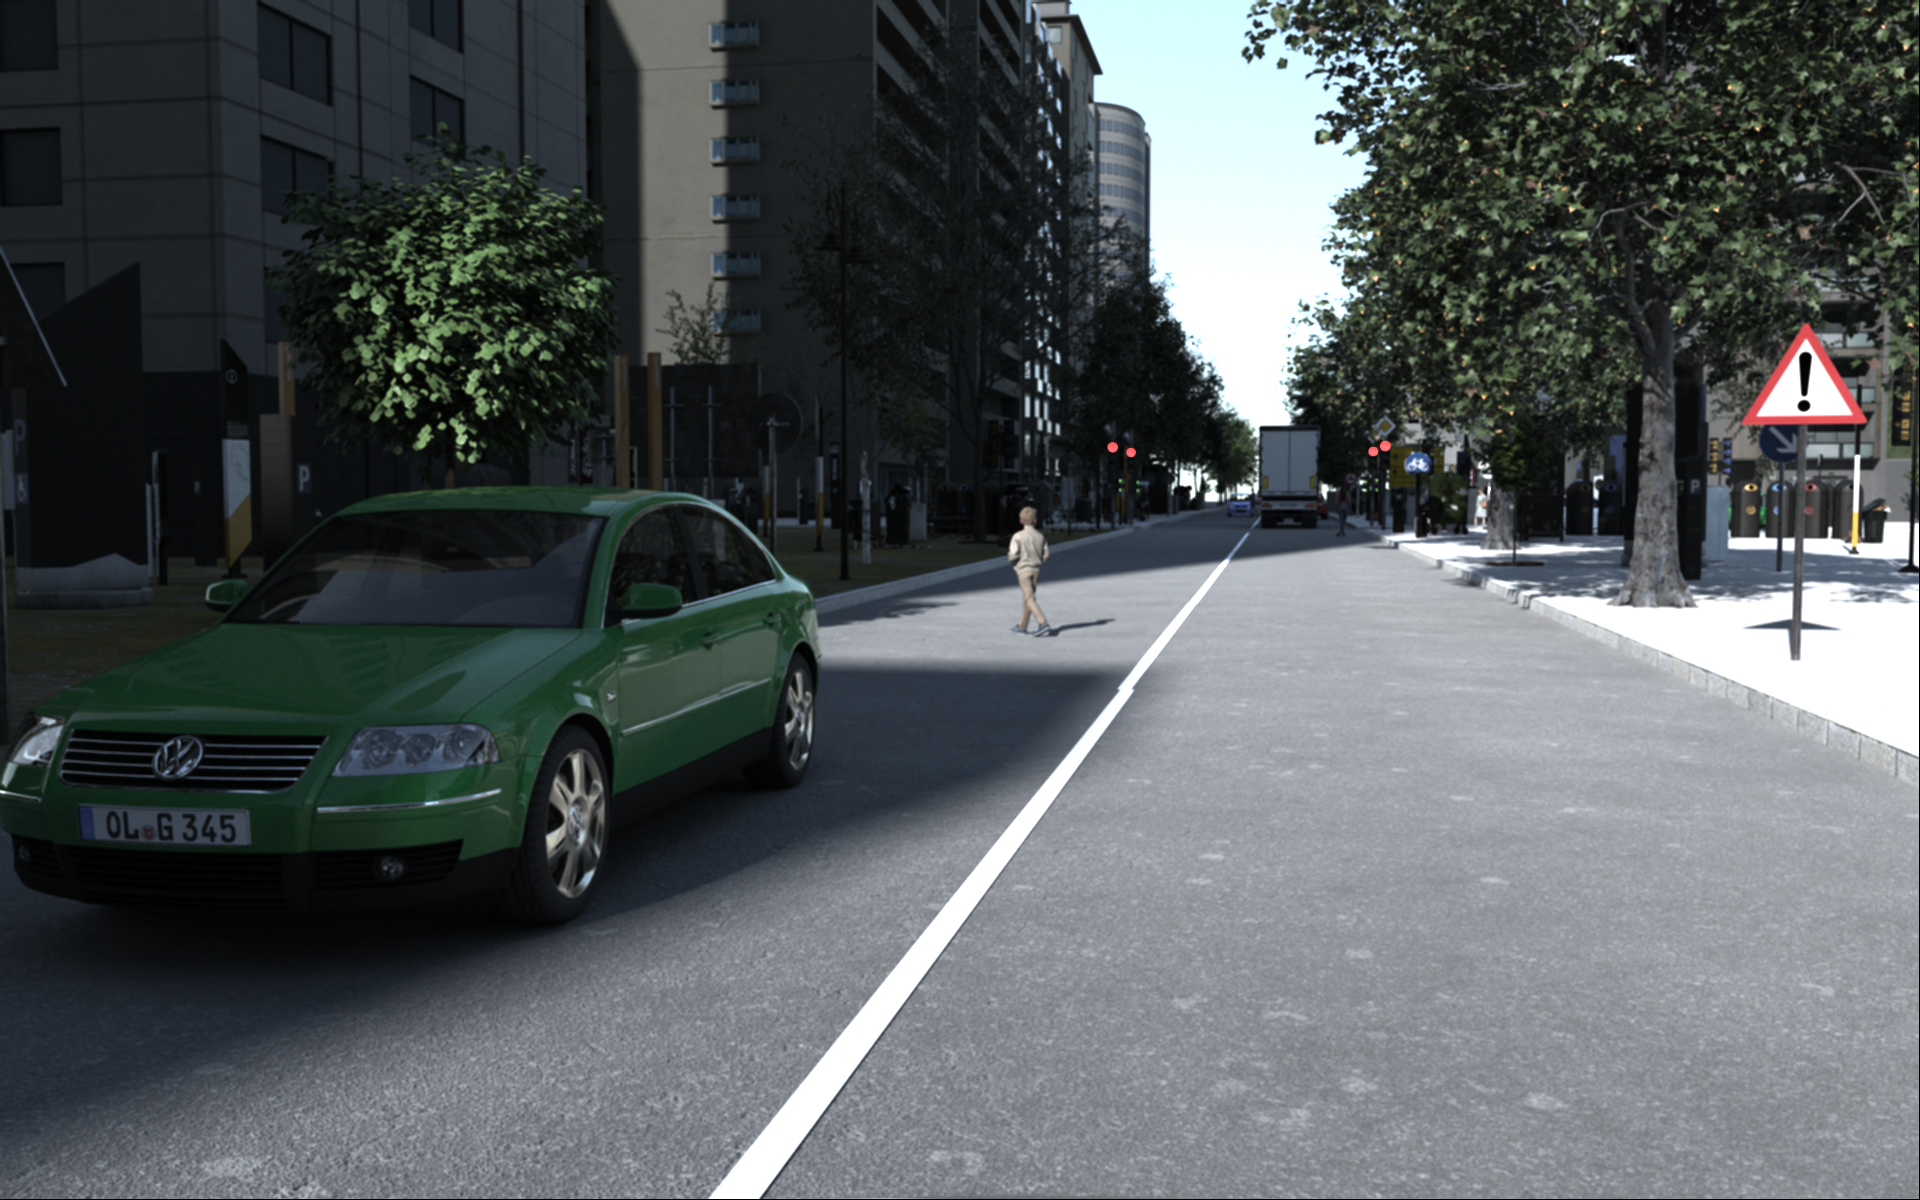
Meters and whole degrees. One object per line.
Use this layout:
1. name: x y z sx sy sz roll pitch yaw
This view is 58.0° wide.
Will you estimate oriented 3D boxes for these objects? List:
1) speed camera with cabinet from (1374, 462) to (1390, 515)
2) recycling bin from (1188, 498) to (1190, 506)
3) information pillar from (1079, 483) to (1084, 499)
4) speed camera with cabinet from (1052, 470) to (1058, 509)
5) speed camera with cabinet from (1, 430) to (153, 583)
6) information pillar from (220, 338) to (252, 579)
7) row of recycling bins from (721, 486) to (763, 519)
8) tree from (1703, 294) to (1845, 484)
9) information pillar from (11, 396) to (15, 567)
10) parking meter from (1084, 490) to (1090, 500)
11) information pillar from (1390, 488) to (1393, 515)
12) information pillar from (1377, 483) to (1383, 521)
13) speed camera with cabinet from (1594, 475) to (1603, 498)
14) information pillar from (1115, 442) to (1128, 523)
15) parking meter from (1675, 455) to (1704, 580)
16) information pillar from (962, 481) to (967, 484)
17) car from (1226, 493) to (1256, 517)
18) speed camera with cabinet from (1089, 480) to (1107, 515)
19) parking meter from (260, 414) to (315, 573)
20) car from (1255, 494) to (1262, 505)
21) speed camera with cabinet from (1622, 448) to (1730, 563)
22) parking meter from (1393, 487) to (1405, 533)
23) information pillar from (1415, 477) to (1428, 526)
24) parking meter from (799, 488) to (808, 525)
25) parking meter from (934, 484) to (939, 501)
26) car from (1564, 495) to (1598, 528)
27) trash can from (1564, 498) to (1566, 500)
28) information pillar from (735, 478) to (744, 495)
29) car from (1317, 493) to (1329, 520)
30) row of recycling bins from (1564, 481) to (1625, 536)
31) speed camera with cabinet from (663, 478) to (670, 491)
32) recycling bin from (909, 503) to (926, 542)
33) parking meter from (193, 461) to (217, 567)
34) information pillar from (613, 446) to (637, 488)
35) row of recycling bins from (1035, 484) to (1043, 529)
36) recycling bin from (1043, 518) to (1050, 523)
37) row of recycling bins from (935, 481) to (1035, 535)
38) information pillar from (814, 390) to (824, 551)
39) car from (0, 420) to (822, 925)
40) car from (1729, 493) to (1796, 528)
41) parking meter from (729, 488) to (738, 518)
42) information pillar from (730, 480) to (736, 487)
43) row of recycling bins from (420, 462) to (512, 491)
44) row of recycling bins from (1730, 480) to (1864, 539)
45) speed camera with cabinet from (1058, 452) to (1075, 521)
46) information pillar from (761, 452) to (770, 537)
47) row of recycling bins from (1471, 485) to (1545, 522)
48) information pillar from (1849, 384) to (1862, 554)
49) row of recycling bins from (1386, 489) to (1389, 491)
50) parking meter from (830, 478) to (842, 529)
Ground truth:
1. speed camera with cabinet: 26.268 -6.869 106.643 0.660 3.252 2.038 -2 4 -27
2. recycling bin: 18.561 -7.983 143.081 0.722 1.027 0.722 -1 4 -23
3. information pillar: 7.890 -6.602 112.430 0.304 2.012 0.304 -1 4 -15
4. speed camera with cabinet: 7.093 -8.885 139.603 2.038 3.252 0.660 -1 4 -21
5. speed camera with cabinet: -13.123 -1.913 25.606 0.660 3.252 2.038 3 5 43
6. information pillar: -11.025 -2.141 26.364 0.183 3.616 0.504 1 4 20
7. row of recycling bins: -10.948 -4.902 87.257 1.069 1.692 3.534 2 4 25
8. tree: 25.481 -6.381 54.698 4.360 8.622 3.978 0 3 0
9. information pillar: -16.589 -2.391 30.439 0.183 3.616 0.504 -2 4 -28
10. parking meter: 8.016 -6.159 109.104 0.372 1.533 0.369 0 3 0
11. information pillar: 25.938 -6.070 103.740 0.304 2.012 0.304 0 4 -1
12. information pillar: 19.786 -5.499 81.264 0.183 3.616 0.504 0 4 -7
13. speed camera with cabinet: 30.682 -5.504 84.322 0.660 3.252 2.038 -3 4 -37
14. information pillar: 7.264 -5.254 77.262 0.504 3.616 0.183 1 4 19
15. parking meter: 10.867 -1.234 25.885 0.399 1.863 0.255 -1 4 -22
16. information pillar: 0.266 -5.862 100.330 0.304 2.012 0.304 0 4 1
17. car: 17.955 -6.183 110.678 1.945 1.707 3.694 1 4 9
18. speed camera with cabinet: 8.543 -6.918 107.444 0.660 3.252 2.038 1 4 21
19. parking meter: -4.997 -0.441 12.917 0.255 1.863 0.399 0 4 5
20. car: 34.365 -11.678 199.974 2.155 1.783 4.494 1 4 10
21. speed camera with cabinet: 13.385 -2.325 32.347 2.038 3.252 0.660 -1 4 -20
22. parking meter: 14.587 -3.006 57.564 0.372 1.533 0.369 0 3 0
23. information pillar: 15.155 -3.204 56.872 0.304 2.012 0.304 -2 4 -34
24. parking meter: -6.604 -3.954 73.059 0.372 1.533 0.369 0 3 0
25. parking meter: -1.252 -5.574 96.843 0.399 1.863 0.255 1 4 13
26. car: 23.495 -3.244 65.045 4.499 1.417 2.014 1 4 10
27. trash can: 38.094 -6.051 110.592 0.748 1.137 0.748 0 3 0
28. information pillar: -9.644 -5.200 76.366 0.504 3.616 0.183 0 4 3
29. car: 20.026 -5.497 98.910 2.155 1.783 4.494 1 4 9
30. row of recycling bins: 20.616 -2.847 53.667 3.534 1.692 1.069 2 4 26
31. speed camera with cabinet: -24.282 -9.320 146.712 2.038 3.252 0.660 -3 5 -45
32. recycling bin: -1.291 -2.094 46.784 0.722 1.027 0.722 0 4 -5
33. parking meter: -13.399 -1.530 30.726 0.399 1.863 0.255 3 5 43
34. information pillar: -5.184 -1.367 26.844 0.304 2.012 0.304 -2 4 -29
35. row of recycling bins: 1.275 -3.452 63.549 3.534 1.692 1.069 0 4 -8
36. recycling bin: 3.630 -3.993 77.847 0.722 1.027 0.722 -3 5 -44
37. row of recycling bins: 0.619 -2.960 55.501 3.534 1.692 1.069 3 5 41
38. information pillar: -3.148 -2.898 38.736 0.183 3.616 0.504 -1 4 -15
39. car: -1.888 0.093 7.277 1.959 1.807 4.718 1 4 10
40. car: 28.723 -3.329 63.232 4.718 1.807 1.959 1 4 8
41. parking meter: -9.649 -3.996 73.744 0.372 1.533 0.369 0 3 0
42. information pillar: -11.706 -5.222 89.867 0.304 2.012 0.304 -3 5 -39
43. row of recycling bins: -6.496 -0.976 23.068 1.069 1.692 3.534 -1 4 -9
44. row of recycling bins: 24.288 -2.643 50.333 3.534 1.692 1.069 2 4 34
45. speed camera with cabinet: 5.119 -5.360 81.968 0.660 3.252 2.038 0 4 5
46. information pillar: -5.753 -3.666 51.295 0.183 3.616 0.504 -1 4 -18
47. row of recycling bins: 24.988 -4.467 80.147 3.534 1.692 1.069 0 4 0
48. information pillar: 19.161 -2.793 37.016 0.183 3.616 0.504 2 4 24
49. row of recycling bins: 29.196 -6.886 119.694 1.069 1.692 3.534 1 4 15
50. parking meter: -4.536 -3.535 63.508 0.399 1.863 0.255 1 4 17
